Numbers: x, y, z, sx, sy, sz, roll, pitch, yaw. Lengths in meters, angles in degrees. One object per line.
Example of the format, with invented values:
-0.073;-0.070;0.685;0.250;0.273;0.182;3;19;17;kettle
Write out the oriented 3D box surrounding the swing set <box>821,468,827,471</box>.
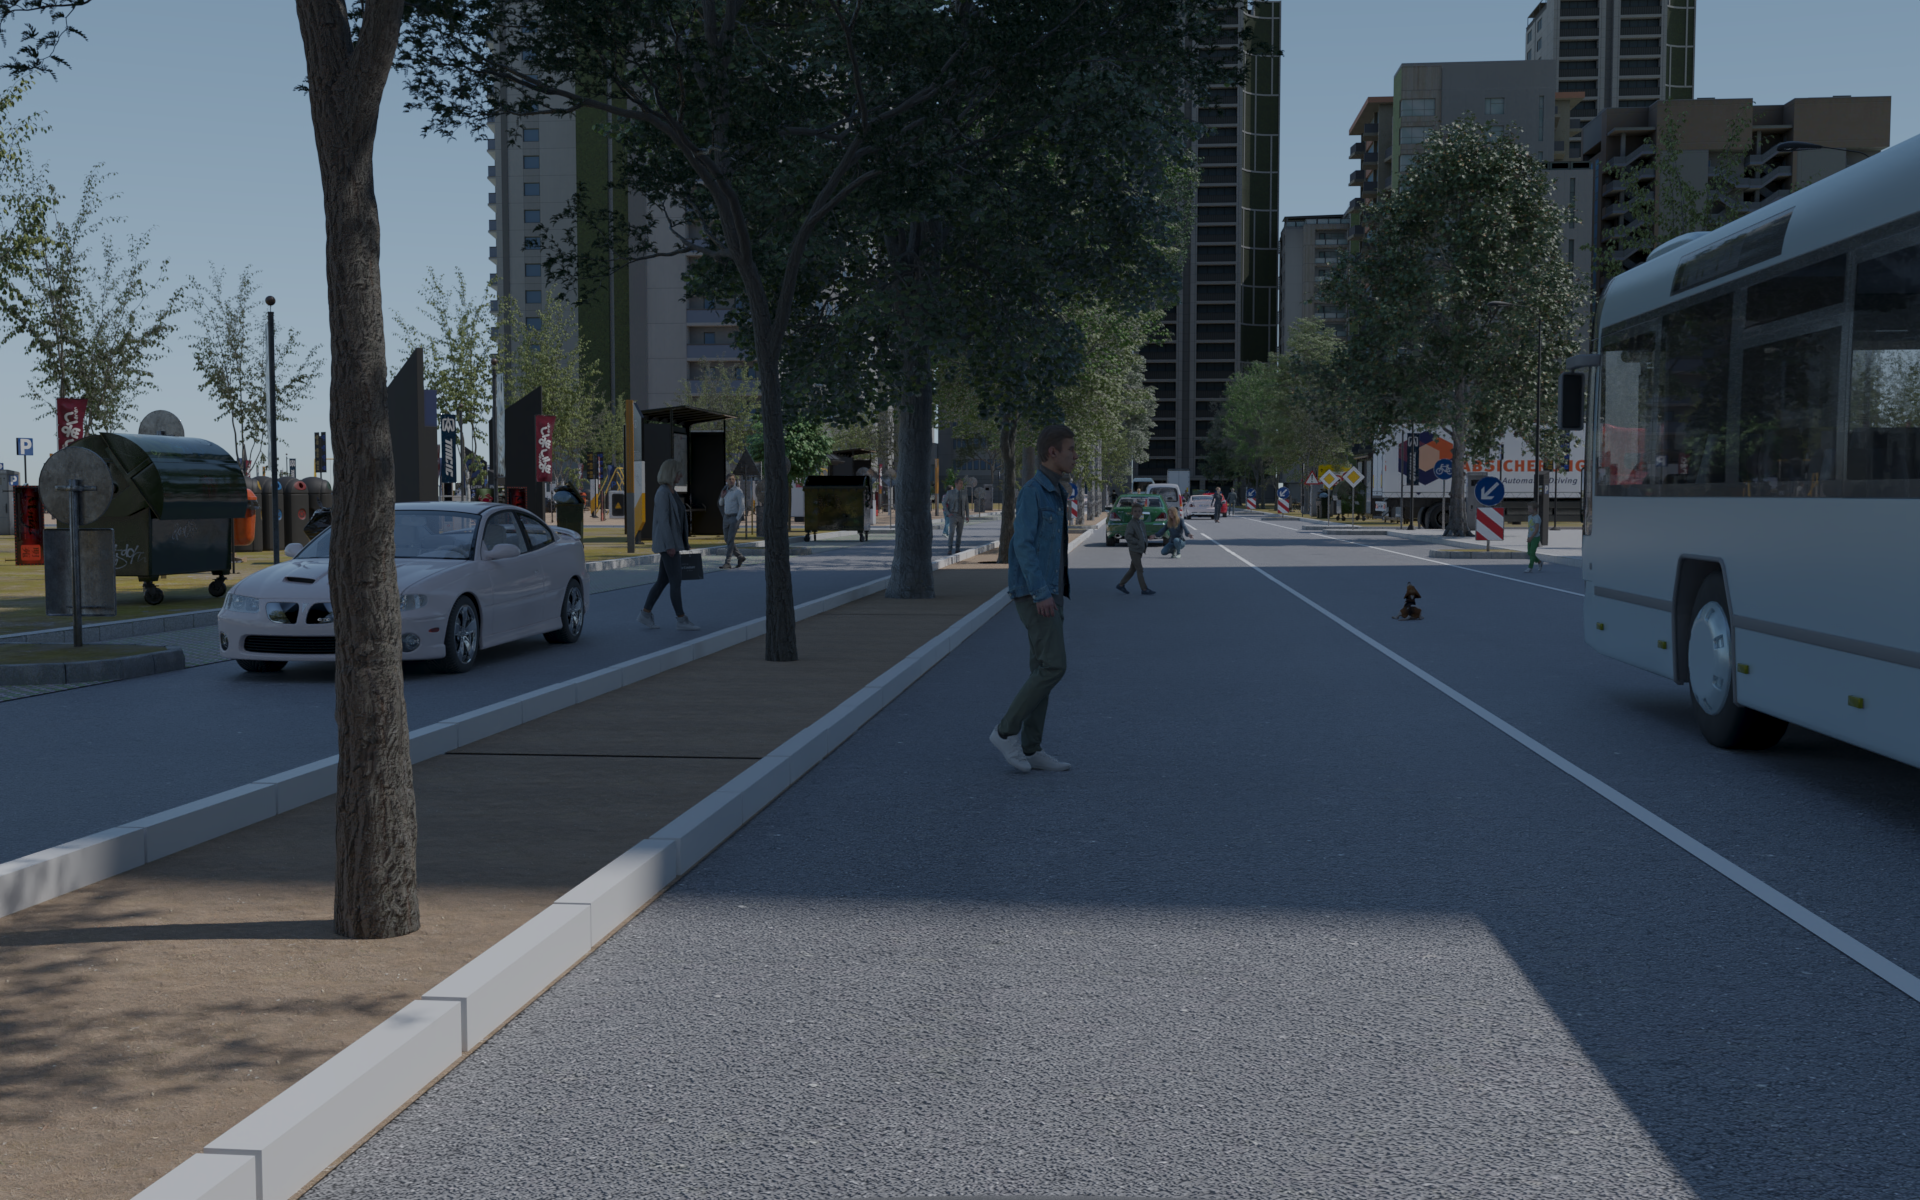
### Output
-8.405;-6.606;105.620;2.862;2.851;3.119;0;4;3;swing set

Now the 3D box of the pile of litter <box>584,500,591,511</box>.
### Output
-28.376;-7.154;130.927;1.719;0.858;1.176;1;4;21;pile of litter

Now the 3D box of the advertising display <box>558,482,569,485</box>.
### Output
-21.823;-5.513;95.356;0.123;1.923;0.974;3;4;36;advertising display

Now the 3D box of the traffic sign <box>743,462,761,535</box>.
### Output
-6.538;-3.200;54.454;0.606;2.300;0.079;1;4;10;traffic sign

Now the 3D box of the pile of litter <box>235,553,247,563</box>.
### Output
-14.178;-1.139;32.595;1.719;0.858;1.176;3;5;42;pile of litter

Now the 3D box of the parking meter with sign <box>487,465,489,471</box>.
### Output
-28.156;-6.477;102.156;0.543;3.016;1.738;1;4;12;parking meter with sign

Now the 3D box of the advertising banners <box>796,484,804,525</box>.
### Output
-6.176;-4.689;72.847;2.074;3.025;0.090;-3;5;-41;advertising banners

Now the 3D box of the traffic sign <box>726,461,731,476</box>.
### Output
-8.769;-3.873;63.437;0.768;2.556;0.104;1;4;11;traffic sign

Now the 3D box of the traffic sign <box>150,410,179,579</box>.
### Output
-12.085;-1.596;26.206;0.768;2.556;0.104;1;4;9;traffic sign

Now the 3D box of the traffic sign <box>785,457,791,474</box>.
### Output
-5.729;-3.338;54.675;0.768;2.556;0.104;0;4;8;traffic sign

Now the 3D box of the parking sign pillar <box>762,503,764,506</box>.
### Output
-9.294;-5.972;86.121;1.447;3.967;1.447;-1;4;-9;parking sign pillar

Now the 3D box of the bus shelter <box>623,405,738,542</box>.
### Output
-7.798;-3.525;48.910;1.731;3.624;6.357;0;4;6;bus shelter

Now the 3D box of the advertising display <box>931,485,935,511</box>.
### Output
-2.495;-8.309;141.067;0.974;1.923;0.123;-2;4;-32;advertising display

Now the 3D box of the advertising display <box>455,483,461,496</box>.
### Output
-28.764;-5.768;99.519;0.123;1.923;0.974;-3;4;-37;advertising display

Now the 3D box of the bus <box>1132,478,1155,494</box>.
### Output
21.992;-13.000;207.403;2.948;3.499;13.247;0;4;7;bus

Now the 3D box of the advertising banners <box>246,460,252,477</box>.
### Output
-36.633;-5.626;88.168;0.090;3.025;2.074;1;4;12;advertising banners

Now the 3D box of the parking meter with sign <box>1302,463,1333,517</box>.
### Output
20.117;-6.186;97.396;1.738;3.016;0.543;1;4;14;parking meter with sign

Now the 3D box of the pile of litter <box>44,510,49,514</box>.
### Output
-60.037;-6.060;113.047;1.719;0.858;1.176;2;4;33;pile of litter

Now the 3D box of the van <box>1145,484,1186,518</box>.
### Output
8.332;-3.945;71.505;2.013;2.044;4.112;0;4;5;van

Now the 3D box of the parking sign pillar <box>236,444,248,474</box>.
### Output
-38.383;-6.375;92.704;1.447;3.967;1.447;-2;4;-27;parking sign pillar

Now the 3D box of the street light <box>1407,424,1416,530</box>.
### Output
15.496;-5.436;61.420;1.470;5.913;1.316;0;4;6;street light

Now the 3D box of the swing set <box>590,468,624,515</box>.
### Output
-20.102;-6.471;103.429;2.862;2.851;3.119;0;4;2;swing set

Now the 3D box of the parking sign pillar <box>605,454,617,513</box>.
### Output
-23.229;-7.789;115.824;1.447;3.967;1.447;-1;4;-18;parking sign pillar

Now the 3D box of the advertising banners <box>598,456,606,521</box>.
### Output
-16.853;-5.217;81.493;0.090;3.025;2.074;0;4;-3;advertising banners

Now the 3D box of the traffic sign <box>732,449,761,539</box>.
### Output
-6.126;-3.033;49.596;0.884;2.594;0.081;1;4;13;traffic sign

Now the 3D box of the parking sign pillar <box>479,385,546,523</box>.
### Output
-11.012;-3.339;43.066;1.447;3.967;1.447;0;4;-4;parking sign pillar

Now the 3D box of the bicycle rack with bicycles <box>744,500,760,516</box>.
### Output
-12.836;-5.304;100.101;2.925;0.926;2.852;-1;4;-15;bicycle rack with bicycles

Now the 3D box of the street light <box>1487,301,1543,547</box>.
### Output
13.404;-4.239;41.844;1.470;5.913;1.316;0;4;6;street light

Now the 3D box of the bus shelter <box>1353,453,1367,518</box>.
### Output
22.084;-6.969;91.569;2.179;5.291;8.768;0;4;6;bus shelter

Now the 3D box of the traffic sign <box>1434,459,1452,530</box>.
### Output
17.367;-3.795;62.147;0.768;2.556;0.104;0;4;7;traffic sign

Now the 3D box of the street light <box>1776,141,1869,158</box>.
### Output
11.454;-3.082;22.931;1.470;5.913;1.316;0;4;6;street light

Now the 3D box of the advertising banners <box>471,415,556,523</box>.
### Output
-9.714;-2.546;37.822;2.074;3.025;0.090;-3;5;-43;advertising banners

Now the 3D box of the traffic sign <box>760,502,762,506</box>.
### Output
-8.306;-4.408;72.180;0.768;2.556;0.104;1;4;12;traffic sign

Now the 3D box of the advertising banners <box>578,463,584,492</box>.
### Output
-22.947;-6.510;102.627;0.090;3.025;2.074;2;4;27;advertising banners

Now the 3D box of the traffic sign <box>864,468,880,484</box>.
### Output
-3.887;-4.544;75.487;0.795;2.450;0.064;1;4;12;traffic sign

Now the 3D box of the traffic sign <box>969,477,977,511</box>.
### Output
0.914;-7.907;129.386;0.768;2.556;0.104;0;4;7;traffic sign

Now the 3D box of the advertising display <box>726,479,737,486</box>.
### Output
-9.907;-4.157;73.187;0.974;1.923;0.123;-1;4;-13;advertising display

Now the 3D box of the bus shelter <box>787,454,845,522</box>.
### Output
-6.881;-5.357;81.515;2.014;3.302;5.546;0;4;6;bus shelter

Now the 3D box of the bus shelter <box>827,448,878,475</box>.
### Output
-5.622;-6.122;91.374;1.731;3.624;6.357;0;4;6;bus shelter

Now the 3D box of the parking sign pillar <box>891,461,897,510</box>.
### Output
-5.206;-9.435;142.741;1.447;3.967;1.447;1;4;10;parking sign pillar

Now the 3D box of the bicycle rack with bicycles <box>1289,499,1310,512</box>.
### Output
27.459;-7.711;139.456;2.925;0.926;2.852;0;4;-4;bicycle rack with bicycles

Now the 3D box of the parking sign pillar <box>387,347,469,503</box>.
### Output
-10.331;-2.691;32.471;1.447;3.967;1.447;3;5;40;parking sign pillar

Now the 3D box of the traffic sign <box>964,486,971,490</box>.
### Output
0.358;-7.691;125.754;0.884;2.594;0.081;1;4;15;traffic sign

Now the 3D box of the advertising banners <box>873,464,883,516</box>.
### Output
-4.790;-6.289;99.009;0.090;3.025;2.074;1;4;18;advertising banners

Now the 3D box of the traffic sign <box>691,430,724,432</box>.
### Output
-8.595;-3.751;55.204;2.265;3.308;0.079;1;4;10;traffic sign

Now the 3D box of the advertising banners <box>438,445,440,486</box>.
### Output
-18.987;-3.984;61.333;2.074;3.025;0.090;3;5;39;advertising banners

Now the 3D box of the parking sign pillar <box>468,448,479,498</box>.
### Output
-27.394;-6.692;97.891;1.447;3.967;1.447;1;4;10;parking sign pillar

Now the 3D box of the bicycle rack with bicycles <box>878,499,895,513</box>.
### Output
-5.514;-6.247;115.524;2.852;0.926;2.925;3;4;37;bicycle rack with bicycles

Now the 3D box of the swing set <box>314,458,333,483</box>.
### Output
-26.706;-4.803;76.152;3.119;2.851;2.862;-1;4;-17;swing set

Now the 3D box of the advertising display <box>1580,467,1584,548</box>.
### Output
15.062;-2.195;41.096;0.123;1.923;0.974;-1;4;-15;advertising display

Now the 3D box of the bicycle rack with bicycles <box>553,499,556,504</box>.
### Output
-30.079;-7.055;128.724;2.925;0.926;2.852;1;4;20;bicycle rack with bicycles

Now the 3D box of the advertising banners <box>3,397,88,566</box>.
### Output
-16.738;-2.132;31.039;2.074;3.025;0.090;-2;4;-29;advertising banners

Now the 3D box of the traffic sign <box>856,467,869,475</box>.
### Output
-4.591;-5.033;82.396;0.768;2.556;0.104;1;4;13;traffic sign

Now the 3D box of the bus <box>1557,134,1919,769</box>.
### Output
5.146;-0.731;6.811;2.948;3.499;13.247;0;4;6;bus

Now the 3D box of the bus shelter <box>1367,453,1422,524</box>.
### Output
20.011;-6.101;77.379;2.179;5.291;8.768;0;4;6;bus shelter
